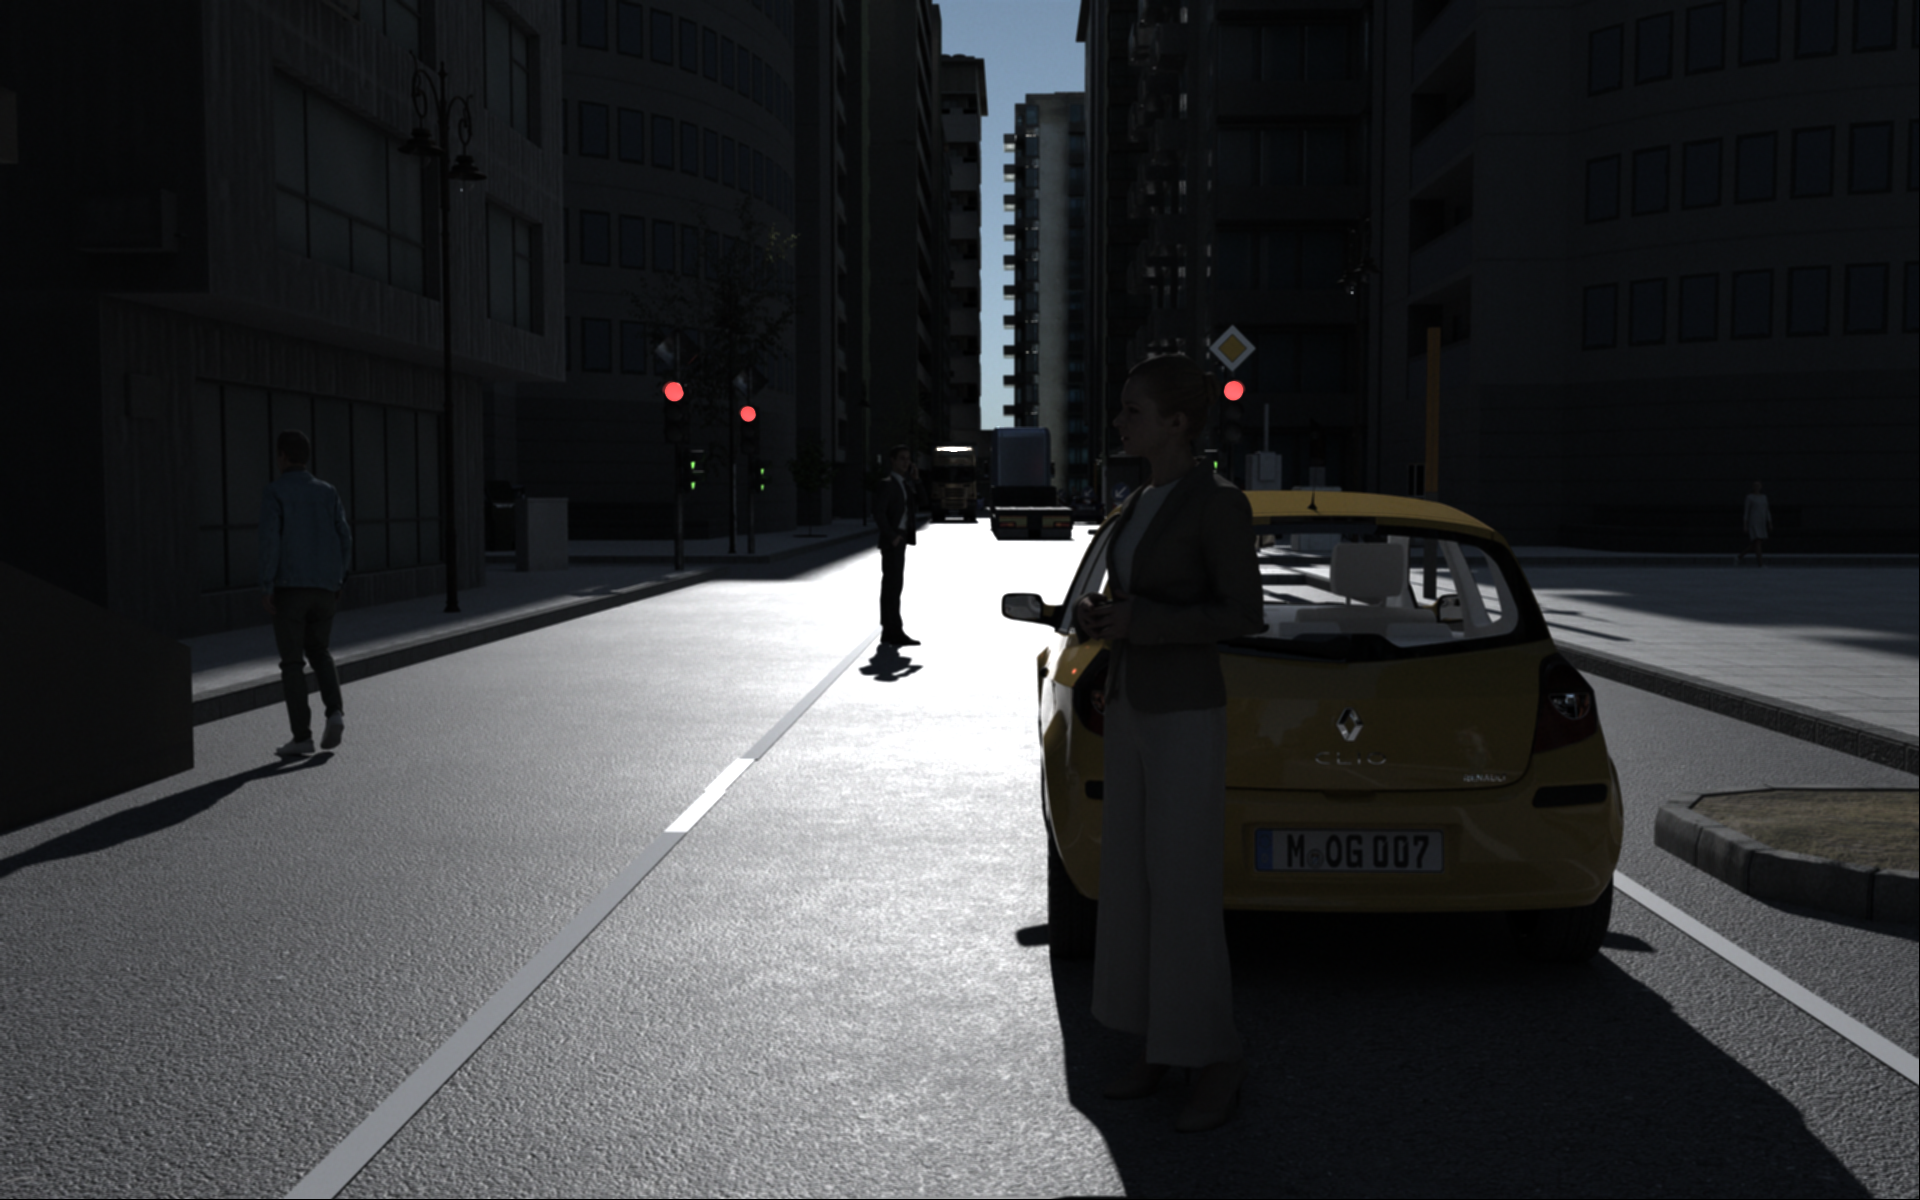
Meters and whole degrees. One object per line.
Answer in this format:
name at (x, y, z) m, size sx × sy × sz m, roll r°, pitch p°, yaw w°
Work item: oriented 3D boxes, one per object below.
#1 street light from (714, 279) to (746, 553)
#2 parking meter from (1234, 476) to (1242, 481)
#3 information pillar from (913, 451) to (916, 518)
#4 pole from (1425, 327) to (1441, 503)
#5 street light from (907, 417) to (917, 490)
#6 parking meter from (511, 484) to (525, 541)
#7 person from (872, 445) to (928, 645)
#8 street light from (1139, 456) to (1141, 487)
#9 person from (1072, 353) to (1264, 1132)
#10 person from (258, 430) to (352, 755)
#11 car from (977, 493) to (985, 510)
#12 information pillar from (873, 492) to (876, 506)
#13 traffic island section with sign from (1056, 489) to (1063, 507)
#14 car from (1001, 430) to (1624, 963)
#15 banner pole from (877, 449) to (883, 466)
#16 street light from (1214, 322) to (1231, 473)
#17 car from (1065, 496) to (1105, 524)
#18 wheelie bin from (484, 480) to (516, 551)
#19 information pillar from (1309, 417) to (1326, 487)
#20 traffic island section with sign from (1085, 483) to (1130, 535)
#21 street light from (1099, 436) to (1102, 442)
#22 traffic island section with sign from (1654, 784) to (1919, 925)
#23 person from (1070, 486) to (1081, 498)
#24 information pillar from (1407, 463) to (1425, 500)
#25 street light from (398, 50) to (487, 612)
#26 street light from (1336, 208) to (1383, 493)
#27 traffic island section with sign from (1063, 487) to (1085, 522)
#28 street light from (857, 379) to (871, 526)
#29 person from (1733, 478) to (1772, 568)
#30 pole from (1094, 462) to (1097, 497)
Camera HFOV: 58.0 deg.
street light at (-4.933, -3.947, 37.322) m, size 0.468 × 5.910 × 1.993 m, roll 0°, pitch 4°, yaw 2°
parking meter at (9.009, -3.117, 56.675) m, size 0.255 × 1.863 × 0.399 m, roll 3°, pitch 5°, yaw 45°
information pillar at (-2.514, -6.281, 94.057) m, size 0.183 × 3.616 × 0.504 m, roll 0°, pitch 4°, yaw 3°
pole at (5.805, -1.680, 21.311) m, size 0.158 × 3.312 × 0.155 m, roll 0°, pitch 3°, yaw 0°
street light at (-2.835, -7.913, 102.167) m, size 0.468 × 5.910 × 1.993 m, roll 0°, pitch 4°, yaw 2°
parking meter at (-11.073, -2.136, 43.327) m, size 0.372 × 1.533 × 0.369 m, roll 0°, pitch 3°, yaw 0°
person at (-0.561, -0.541, 16.704) m, size 0.474 × 1.900 × 0.648 m, roll 1°, pitch 4°, yaw 9°
street light at (8.205, -6.487, 78.845) m, size 0.468 × 5.910 × 1.993 m, roll 0°, pitch 4°, yaw 2°
person at (0.453, 0.304, 4.079) m, size 0.362 × 1.759 × 0.519 m, roll -2°, pitch 4°, yaw -25°
person at (-3.596, -0.041, 9.514) m, size 0.444 × 1.785 × 0.601 m, roll 3°, pitch 5°, yaw 42°
car at (1.209, -8.768, 152.941) m, size 1.945 × 1.707 × 3.694 m, roll 0°, pitch 4°, yaw 1°
information pillar at (-4.380, -5.285, 90.902) m, size 0.304 × 2.012 × 0.304 m, roll -1°, pitch 4°, yaw -19°
traffic island section with sign at (8.916, -9.676, 166.829) m, size 1.989 × 1.847 × 2.006 m, roll 0°, pitch 4°, yaw 2°
car at (1.161, 0.212, 6.751) m, size 2.015 × 1.641 × 3.980 m, roll 0°, pitch 4°, yaw 2°
banner pole at (-4.441, -6.518, 96.584) m, size 0.401 × 3.779 × 0.863 m, roll -2°, pitch 4°, yaw -28°
street light at (7.122, -4.512, 46.561) m, size 0.468 × 5.910 × 1.993 m, roll 0°, pitch 4°, yaw 2°
car at (6.032, -4.321, 83.232) m, size 1.945 × 1.354 × 3.894 m, roll 0°, pitch 4°, yaw 1°
wheelie bin at (-10.442, -1.898, 38.937) m, size 0.693 × 1.594 × 0.980 m, roll 3°, pitch 5°, yaw 44°
information pillar at (10.834, -3.743, 52.556) m, size 0.504 × 3.616 × 0.183 m, roll 2°, pitch 4°, yaw 23°
traffic island section with sign at (5.577, -3.251, 61.783) m, size 1.989 × 1.847 × 2.006 m, roll 0°, pitch 4°, yaw 2°
street light at (9.177, -8.482, 111.473) m, size 0.468 × 5.910 × 1.993 m, roll 0°, pitch 4°, yaw 2°
traffic island section with sign at (3.818, 0.126, 6.568) m, size 1.989 × 1.847 × 2.006 m, roll 0°, pitch 4°, yaw 2°
person at (6.050, -5.021, 90.400) m, size 0.655 × 1.846 × 0.447 m, roll 3°, pitch 4°, yaw 38°
information pillar at (10.938, -2.266, 41.549) m, size 0.304 × 2.012 × 0.304 m, roll -1°, pitch 4°, yaw -22°
street light at (-5.525, -2.806, 18.668) m, size 0.468 × 5.910 × 1.993 m, roll 0°, pitch 4°, yaw 2°
street light at (6.510, -3.400, 28.379) m, size 0.468 × 5.910 × 1.993 m, roll 0°, pitch 4°, yaw 2°
traffic island section with sign at (6.435, -4.899, 88.725) m, size 1.989 × 1.847 × 2.006 m, roll 0°, pitch 4°, yaw 2°
street light at (-3.835, -5.918, 69.544) m, size 0.468 × 5.910 × 1.993 m, roll 0°, pitch 4°, yaw 2°
person at (14.824, -1.413, 32.359) m, size 0.466 × 1.731 × 0.760 m, roll -3°, pitch 5°, yaw -44°
pole at (8.707, -7.189, 111.383) m, size 0.158 × 3.312 × 0.155 m, roll 0°, pitch 3°, yaw 0°
